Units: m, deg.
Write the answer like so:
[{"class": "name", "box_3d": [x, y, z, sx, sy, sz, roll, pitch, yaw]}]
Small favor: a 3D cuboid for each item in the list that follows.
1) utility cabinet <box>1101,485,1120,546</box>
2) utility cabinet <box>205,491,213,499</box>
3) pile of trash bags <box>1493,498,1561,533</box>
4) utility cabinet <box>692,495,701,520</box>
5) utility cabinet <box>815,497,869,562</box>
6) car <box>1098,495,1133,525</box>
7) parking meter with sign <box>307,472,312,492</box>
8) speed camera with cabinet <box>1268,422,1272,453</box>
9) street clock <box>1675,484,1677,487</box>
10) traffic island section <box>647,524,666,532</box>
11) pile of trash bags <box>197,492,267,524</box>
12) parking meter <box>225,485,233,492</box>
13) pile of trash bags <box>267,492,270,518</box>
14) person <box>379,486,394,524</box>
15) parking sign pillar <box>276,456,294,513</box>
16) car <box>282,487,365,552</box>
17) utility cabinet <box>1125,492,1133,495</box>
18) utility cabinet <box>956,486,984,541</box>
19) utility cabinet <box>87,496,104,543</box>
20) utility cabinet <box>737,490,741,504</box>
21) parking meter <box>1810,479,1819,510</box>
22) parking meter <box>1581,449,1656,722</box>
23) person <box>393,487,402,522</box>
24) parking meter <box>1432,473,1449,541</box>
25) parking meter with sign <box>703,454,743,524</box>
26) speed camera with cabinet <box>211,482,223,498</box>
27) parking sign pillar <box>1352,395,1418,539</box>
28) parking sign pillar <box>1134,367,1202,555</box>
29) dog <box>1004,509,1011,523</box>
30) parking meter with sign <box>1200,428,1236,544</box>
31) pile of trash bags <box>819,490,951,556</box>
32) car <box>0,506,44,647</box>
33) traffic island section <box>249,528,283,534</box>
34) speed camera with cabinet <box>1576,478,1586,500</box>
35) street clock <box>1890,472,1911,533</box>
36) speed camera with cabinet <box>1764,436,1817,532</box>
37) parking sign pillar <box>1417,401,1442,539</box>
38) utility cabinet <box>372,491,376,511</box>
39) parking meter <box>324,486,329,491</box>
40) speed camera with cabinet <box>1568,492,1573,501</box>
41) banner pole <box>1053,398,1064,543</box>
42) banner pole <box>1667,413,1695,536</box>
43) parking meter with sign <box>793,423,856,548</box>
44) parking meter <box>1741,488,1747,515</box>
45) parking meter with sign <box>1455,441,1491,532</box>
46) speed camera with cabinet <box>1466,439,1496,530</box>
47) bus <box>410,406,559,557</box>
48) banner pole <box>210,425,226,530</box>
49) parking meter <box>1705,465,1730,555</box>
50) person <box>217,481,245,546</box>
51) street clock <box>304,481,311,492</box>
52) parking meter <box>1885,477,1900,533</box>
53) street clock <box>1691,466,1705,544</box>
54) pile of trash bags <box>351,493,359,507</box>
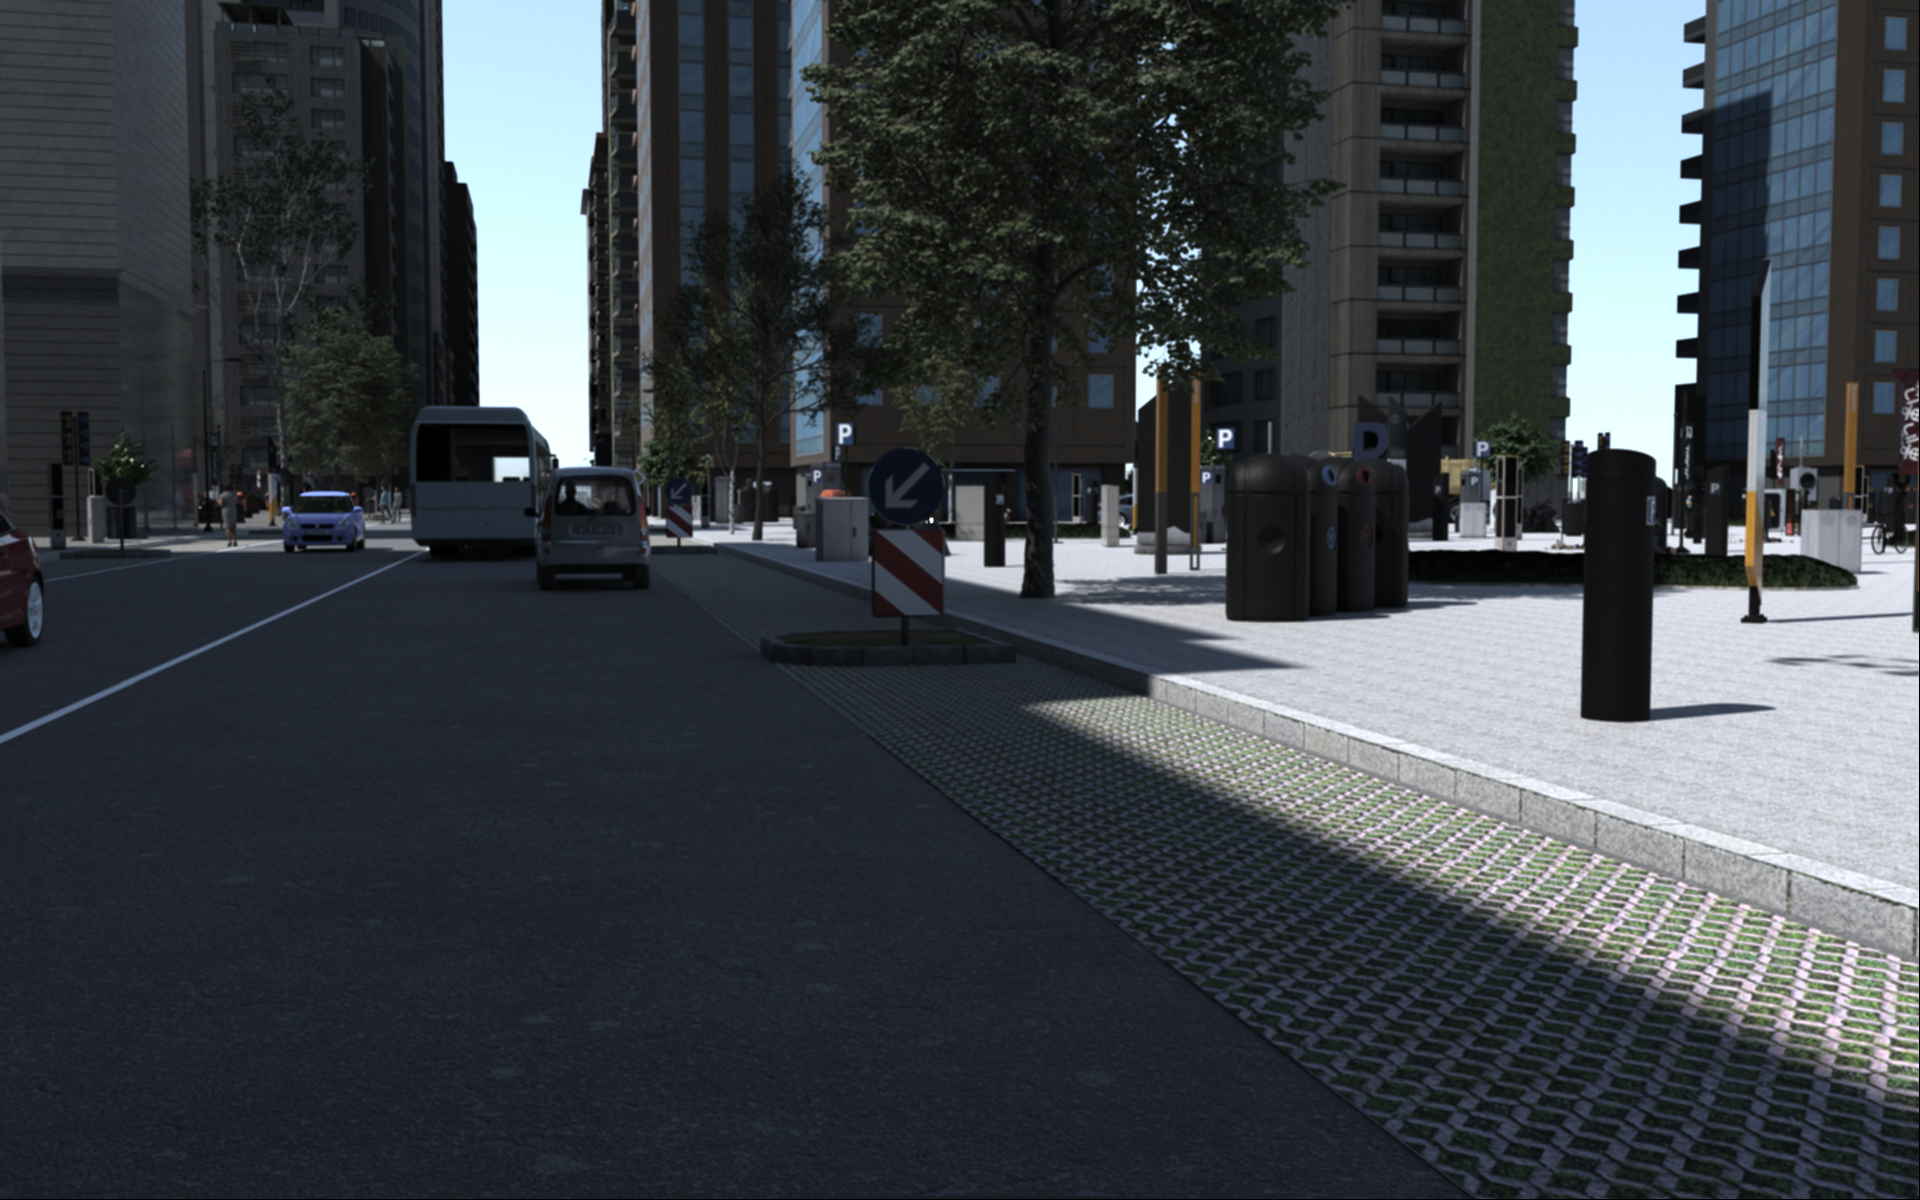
[{"class": "utility cabinet", "box_3d": [3.684, -2.061, 42.381, 0.318, 1.500, 1.173, 0, 4, -3]}, {"class": "utility cabinet", "box_3d": [-56.149, -7.432, 130.185, 1.173, 1.500, 0.318, 1, 4, 19]}, {"class": "pile of trash bags", "box_3d": [18.983, -2.986, 58.576, 1.912, 1.369, 3.447, 0, 4, 3]}, {"class": "utility cabinet", "box_3d": [-12.623, -4.476, 84.350, 1.020, 1.237, 0.306, 3, 5, 40]}, {"class": "utility cabinet", "box_3d": [-2.254, -1.350, 33.226, 1.020, 1.237, 0.306, -2, 4, -32]}, {"class": "car", "box_3d": [7.812, -3.826, 74.552, 4.499, 1.417, 2.014, -1, 4, -12]}, {"class": "parking meter with sign", "box_3d": [-51.178, -8.546, 135.995, 0.543, 3.016, 1.738, 0, 4, -5]}, {"class": "speed camera with cabinet", "box_3d": [9.158, -3.232, 47.180, 2.038, 3.252, 0.660, 2, 4, 27]}, {"class": "street clock", "box_3d": [47.564, -6.729, 114.595, 0.471, 2.002, 0.358, -1, 4, -22]}, {"class": "traffic island section", "box_3d": [-12.257, -2.667, 65.889, 2.009, 0.180, 2.903, -1, 4, -13]}, {"class": "pile of trash bags", "box_3d": [-32.660, -4.111, 76.962, 1.912, 1.369, 3.447, 0, 4, 4]}, {"class": "parking meter", "box_3d": [-45.152, -6.195, 107.007, 0.255, 1.863, 0.399, 3, 5, 40]}, {"class": "pile of trash bags", "box_3d": [-38.558, -5.099, 93.129, 3.447, 1.369, 1.912, -2, 4, -28]}, {"class": "person", "box_3d": [-27.461, -4.553, 82.799, 0.748, 1.841, 0.638, 2, 4, 30]}, {"class": "parking sign pillar", "box_3d": [-47.072, -8.071, 120.430, 1.447, 3.967, 1.447, -2, 4, -27]}, {"class": "car", "box_3d": [-16.105, -2.100, 43.919, 1.945, 1.707, 3.694, -1, 4, -14]}, {"class": "utility cabinet", "box_3d": [12.788, -7.345, 128.763, 1.173, 1.500, 0.318, 2, 4, 26]}, {"class": "utility cabinet", "box_3d": [0.485, -2.345, 47.028, 1.173, 1.500, 0.318, 1, 4, 8]}, {"class": "utility cabinet", "box_3d": [-22.720, -2.100, 45.497, 0.306, 1.237, 1.020, -2, 4, -32]}, {"class": "utility cabinet", "box_3d": [-11.499, -5.073, 91.626, 1.173, 1.500, 0.318, 0, 4, 7]}, {"class": "parking meter", "box_3d": [33.425, -3.797, 67.787, 0.255, 1.863, 0.399, 2, 4, 23]}, {"class": "parking meter", "box_3d": [3.751, -0.089, 9.871, 0.372, 1.533, 0.369, 0, 3, 0]}, {"class": "person", "box_3d": [-29.399, -5.007, 90.470, 0.635, 1.810, 0.391, 1, 4, 21]}, {"class": "parking meter", "box_3d": [13.169, -2.554, 47.468, 0.255, 1.863, 0.399, -2, 4, -33]}, {"class": "parking meter with sign", "box_3d": [-10.176, -4.799, 74.730, 1.738, 3.016, 0.543, 2, 4, 23]}, {"class": "speed camera with cabinet", "box_3d": [-55.235, -8.222, 128.759, 0.660, 3.252, 2.038, -1, 4, -14]}, {"class": "parking sign pillar", "box_3d": [11.262, -3.568, 46.805, 1.447, 3.967, 1.447, -3, 5, -45]}, {"class": "parking sign pillar", "box_3d": [4.468, -2.975, 37.119, 1.447, 3.967, 1.447, 3, 4, 36]}, {"class": "dog", "box_3d": [1.917, -3.466, 73.504, 0.513, 0.831, 0.800, 0, 3, 0]}, {"class": "parking meter with sign", "box_3d": [6.550, -2.991, 45.170, 0.543, 3.016, 1.738, 2, 4, 35]}, {"class": "pile of trash bags", "box_3d": [-1.746, -1.572, 35.449, 1.912, 1.369, 3.447, 2, 4, 32]}, {"class": "car", "box_3d": [-9.221, -0.348, 14.725, 2.155, 1.783, 4.494, -1, 4, -15]}, {"class": "traffic island section", "box_3d": [-24.566, -2.491, 63.013, 2.009, 0.180, 2.903, -1, 4, -13]}, {"class": "speed camera with cabinet", "box_3d": [40.668, -7.247, 112.824, 0.660, 3.252, 2.038, 2, 4, 31]}, {"class": "street clock", "box_3d": [30.417, -3.143, 55.965, 0.358, 2.002, 0.471, -1, 4, -20]}, {"class": "speed camera with cabinet", "box_3d": [28.026, -3.951, 58.935, 2.038, 3.252, 0.660, 0, 4, -2]}, {"class": "parking sign pillar", "box_3d": [13.309, -3.778, 50.242, 1.447, 3.967, 1.447, -2, 4, -27]}, {"class": "utility cabinet", "box_3d": [-44.578, -7.519, 131.612, 1.173, 1.500, 0.318, 2, 4, 23]}, {"class": "parking meter", "box_3d": [-47.957, -7.683, 131.327, 0.399, 1.863, 0.255, -1, 4, -10]}, {"class": "speed camera with cabinet", "box_3d": [43.014, -7.958, 124.447, 0.660, 3.252, 2.038, -2, 4, -33]}, {"class": "banner pole", "box_3d": [2.288, -3.383, 45.323, 0.863, 3.779, 0.401, 0, 4, 7]}, {"class": "banner pole", "box_3d": [22.256, -3.881, 53.471, 0.401, 3.779, 0.863, -2, 4, -35]}, {"class": "parking meter with sign", "box_3d": [-3.251, -2.779, 41.699, 0.543, 3.016, 1.738, 2, 4, 34]}, {"class": "parking meter", "box_3d": [32.998, -3.930, 72.661, 0.372, 1.533, 0.369, 0, 3, 0]}, {"class": "parking meter with sign", "box_3d": [16.935, -3.742, 57.446, 0.543, 3.016, 1.738, 0, 4, -8]}, {"class": "speed camera with cabinet", "box_3d": [18.963, -4.106, 61.465, 0.660, 3.252, 2.038, -3, 4, -36]}, {"class": "bus", "box_3d": [-11.564, -2.934, 42.836, 2.948, 3.499, 13.247, -1, 4, -12]}, {"class": "banner pole", "box_3d": [-26.697, -4.418, 62.251, 0.401, 3.779, 0.863, 0, 4, 3]}, {"class": "parking meter", "box_3d": [15.249, -1.786, 34.909, 0.255, 1.863, 0.399, -3, 5, -41]}, {"class": "person", "box_3d": [-19.878, -2.347, 47.230, 0.532, 1.782, 0.716, 3, 5, 43]}, {"class": "street clock", "box_3d": [-36.151, -5.588, 95.938, 0.358, 2.002, 0.471, -3, 5, -40]}, {"class": "parking meter", "box_3d": [31.140, -3.184, 57.776, 0.255, 1.863, 0.399, -1, 4, -17]}, {"class": "street clock", "box_3d": [19.138, -2.466, 44.893, 0.358, 2.002, 0.471, 2, 4, 29]}, {"class": "pile of trash bags", "box_3d": [-38.870, -6.087, 109.270, 1.912, 1.369, 3.447, 0, 4, 7]}]
